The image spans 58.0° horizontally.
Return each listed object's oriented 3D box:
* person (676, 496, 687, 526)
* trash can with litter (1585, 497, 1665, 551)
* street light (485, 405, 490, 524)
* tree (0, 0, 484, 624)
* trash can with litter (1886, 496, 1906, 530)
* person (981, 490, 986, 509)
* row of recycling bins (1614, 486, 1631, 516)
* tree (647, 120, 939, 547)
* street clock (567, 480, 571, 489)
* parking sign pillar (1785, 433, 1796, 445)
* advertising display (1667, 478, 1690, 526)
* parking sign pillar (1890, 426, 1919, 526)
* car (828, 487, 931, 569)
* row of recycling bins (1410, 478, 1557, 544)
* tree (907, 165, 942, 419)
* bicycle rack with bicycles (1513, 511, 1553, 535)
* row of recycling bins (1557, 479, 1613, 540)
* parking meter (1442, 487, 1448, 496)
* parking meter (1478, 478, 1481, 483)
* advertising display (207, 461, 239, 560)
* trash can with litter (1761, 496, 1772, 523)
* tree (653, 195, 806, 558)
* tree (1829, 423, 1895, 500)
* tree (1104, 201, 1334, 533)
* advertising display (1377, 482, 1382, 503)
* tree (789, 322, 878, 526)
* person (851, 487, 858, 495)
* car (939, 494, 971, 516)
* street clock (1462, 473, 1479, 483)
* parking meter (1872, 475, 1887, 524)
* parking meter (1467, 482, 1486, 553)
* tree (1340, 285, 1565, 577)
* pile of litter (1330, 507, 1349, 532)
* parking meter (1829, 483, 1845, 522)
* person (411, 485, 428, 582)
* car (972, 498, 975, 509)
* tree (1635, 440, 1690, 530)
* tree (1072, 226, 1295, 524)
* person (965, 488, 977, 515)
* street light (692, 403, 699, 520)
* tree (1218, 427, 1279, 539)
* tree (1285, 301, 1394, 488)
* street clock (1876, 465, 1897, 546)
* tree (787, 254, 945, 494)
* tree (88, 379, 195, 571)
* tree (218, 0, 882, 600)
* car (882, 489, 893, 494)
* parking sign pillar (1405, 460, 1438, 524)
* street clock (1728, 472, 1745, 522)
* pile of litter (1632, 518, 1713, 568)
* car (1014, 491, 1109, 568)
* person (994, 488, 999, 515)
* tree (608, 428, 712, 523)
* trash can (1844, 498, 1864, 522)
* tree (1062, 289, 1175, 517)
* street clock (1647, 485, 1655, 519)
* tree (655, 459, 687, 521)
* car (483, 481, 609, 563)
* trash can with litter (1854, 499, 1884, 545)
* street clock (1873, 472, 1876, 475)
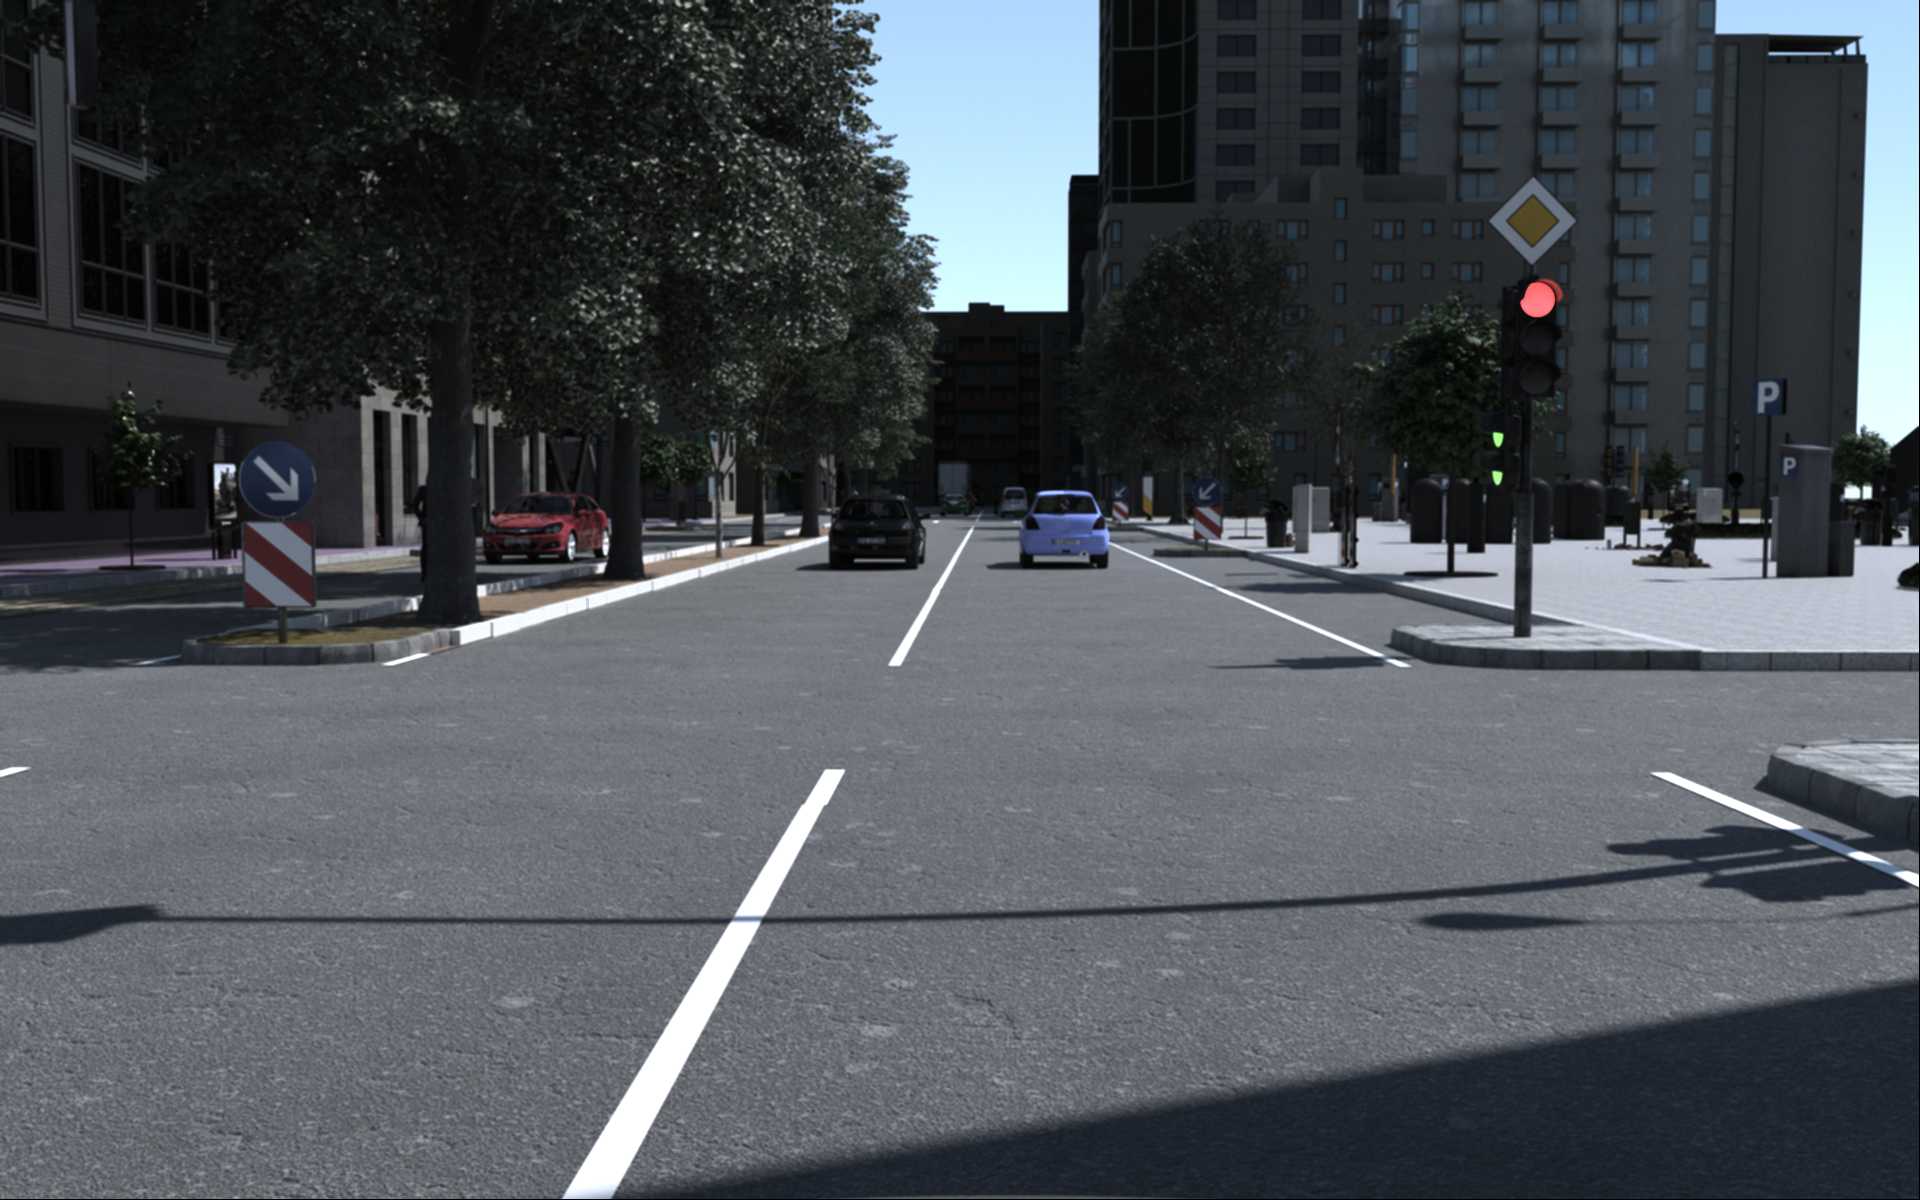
[{"bbox_3d":[-11.553,-3.829,71.653,0.519,1.759,0.362,1,4,17],"label":"person"},{"bbox_3d":[15.641,-1.763,39.887,1.678,1.210,2.233,-1,4,-16],"label":"trash can with litter"},{"bbox_3d":[-13.282,-4.774,50.592,1.470,5.913,1.316,0,4,1],"label":"street light"},{"bbox_3d":[-5.700,-6.719,18.970,9.857,13.997,8.962,0,3,0],"label":"tree"},{"bbox_3d":[32.619,-3.086,61.517,2.233,1.210,1.678,0,4,2],"label":"trash can with litter"},{"bbox_3d":[2.168,-9.453,163.061,0.705,1.824,1.348,-1,4,-17],"label":"person"},{"bbox_3d":[32.337,-4.835,86.168,1.069,1.692,3.534,0,4,-3],"label":"row of recycling bins"},{"bbox_3d":[-5.389,-7.244,46.644,9.928,11.665,9.643,0,3,0],"label":"tree"},{"bbox_3d":[-20.175,-5.177,89.213,0.358,2.002,0.471,-1,4,-20],"label":"street clock"},{"bbox_3d":[36.914,-5.386,76.526,1.447,3.967,1.447,-3,5,-41],"label":"parking sign pillar"},{"bbox_3d":[28.974,-3.953,69.844,0.974,1.923,0.123,-1,4,-16],"label":"advertising display"},{"bbox_3d":[37.848,-4.939,69.230,1.447,3.967,1.447,-1,4,-18],"label":"parking sign pillar"},{"bbox_3d":[-1.607,-1.509,34.451,2.009,1.686,4.222,0,4,1],"label":"car"},{"bbox_3d":[13.614,-2.335,45.296,3.534,1.692,1.069,1,4,12],"label":"row of recycling bins"},{"bbox_3d":[-5.019,-9.065,57.329,9.857,13.997,8.962,0,3,0],"label":"tree"},{"bbox_3d":[18.109,-2.496,54.200,2.925,0.926,2.852,3,5,42],"label":"bicycle rack with bicycles"},{"bbox_3d":[17.751,-2.613,49.829,1.069,1.692,3.534,1,4,9],"label":"row of recycling bins"},{"bbox_3d":[15.277,-2.809,54.336,0.372,1.533,0.369,0,3,0],"label":"parking meter"},{"bbox_3d":[18.483,-3.456,62.212,0.399,1.863,0.255,2,4,32],"label":"parking meter"},{"bbox_3d":[-14.468,-1.762,34.024,0.123,1.923,0.974,0,4,4],"label":"advertising display"},{"bbox_3d":[30.337,-3.337,65.621,1.678,1.210,2.233,-2,4,-26],"label":"trash can with litter"},{"bbox_3d":[-5.356,-5.228,38.301,4.737,8.622,4.395,0,3,0],"label":"tree"},{"bbox_3d":[41.354,-5.858,79.490,4.285,4.588,4.351,0,3,0],"label":"tree"},{"bbox_3d":[8.289,-7.458,56.348,8.767,10.594,7.601,2,4,35],"label":"tree"},{"bbox_3d":[21.820,-5.175,89.825,0.123,1.923,0.974,0,4,0],"label":"advertising display"},{"bbox_3d":[-4.785,-6.864,65.052,4.360,8.622,3.978,0,3,0],"label":"tree"},{"bbox_3d":[-6.285,-5.663,100.956,0.599,1.838,0.709,-3,5,-41],"label":"person"},{"bbox_3d":[-0.334,-6.180,112.842,2.131,1.459,4.920,0,4,2],"label":"car"},{"bbox_3d":[15.155,-2.867,51.443,0.471,2.002,0.358,-2,4,-31],"label":"street clock"},{"bbox_3d":[27.615,-2.833,52.038,0.399,1.863,0.255,-2,4,-25],"label":"parking meter"},{"bbox_3d":[11.283,-1.799,37.823,0.372,1.533,0.369,0,3,0],"label":"parking meter"},{"bbox_3d":[7.833,-2.661,27.228,4.285,4.588,4.351,0,3,0],"label":"tree"},{"bbox_3d":[12.582,-2.721,58.449,1.719,0.858,1.176,-1,4,-15],"label":"pile of litter"},{"bbox_3d":[20.637,-1.983,40.838,0.372,1.533,0.369,0,3,0],"label":"parking meter"},{"bbox_3d":[-8.576,-1.250,28.299,0.474,1.900,0.648,2,4,32],"label":"person"},{"bbox_3d":[0.481,-9.293,164.294,2.083,1.381,4.827,0,4,1],"label":"car"},{"bbox_3d":[25.164,-4.098,61.599,1.663,3.219,1.824,0,3,0],"label":"tree"},{"bbox_3d":[9.491,-9.624,74.358,9.611,12.733,9.660,0,3,0],"label":"tree"},{"bbox_3d":[0.648,-6.608,116.475,0.705,1.831,1.348,-3,4,-36],"label":"person"},{"bbox_3d":[-12.543,-6.914,85.578,1.470,5.913,1.316,0,4,1],"label":"street light"},{"bbox_3d":[8.127,-3.374,49.773,1.663,3.219,1.824,0,3,0],"label":"tree"},{"bbox_3d":[14.375,-7.030,65.311,4.360,8.622,3.978,0,3,0],"label":"tree"},{"bbox_3d":[22.845,-2.328,42.625,0.358,2.002,0.471,1,4,13],"label":"street clock"},{"bbox_3d":[-4.582,-9.808,80.952,7.486,12.596,7.792,0,3,0],"label":"tree"},{"bbox_3d":[-14.090,-2.124,29.330,1.663,3.219,1.824,0,3,0],"label":"tree"},{"bbox_3d":[-5.671,-7.327,28.909,9.857,13.997,8.962,0,3,0],"label":"tree"},{"bbox_3d":[-6.116,-7.721,134.915,2.281,1.827,5.304,0,4,2],"label":"car"},{"bbox_3d":[19.965,-5.269,74.613,1.447,3.967,1.447,3,4,38],"label":"parking sign pillar"},{"bbox_3d":[25.171,-3.157,56.179,0.471,2.002,0.358,3,4,37],"label":"street clock"},{"bbox_3d":[12.662,-1.028,30.780,1.176,0.858,1.719,0,4,3],"label":"pile of litter"},{"bbox_3d":[2.051,-1.540,34.771,1.945,1.707,3.694,0,4,1],"label":"car"},{"bbox_3d":[2.557,-6.914,121.485,0.705,1.831,1.348,0,4,-2],"label":"person"},{"bbox_3d":[-14.282,-5.763,77.931,4.285,4.588,4.351,0,3,0],"label":"tree"},{"bbox_3d":[30.070,-2.863,58.458,0.748,1.137,0.748,0,3,0],"label":"trash can"},{"bbox_3d":[9.181,-10.923,96.721,7.486,12.596,7.792,0,3,0],"label":"tree"},{"bbox_3d":[35.065,-5.095,87.875,0.471,2.002,0.358,-2,4,-34],"label":"street clock"},{"bbox_3d":[-13.629,-5.364,82.302,1.663,3.219,1.824,0,3,0],"label":"tree"},{"bbox_3d":[-8.849,-1.722,37.196,2.155,1.783,4.494,0,4,3],"label":"car"},{"bbox_3d":[22.929,-1.971,43.617,0.624,1.170,1.055,3,4,36],"label":"trash can with litter"},{"bbox_3d":[28.429,-2.990,53.459,0.358,2.002,0.471,-2,4,-33],"label":"street clock"}]
